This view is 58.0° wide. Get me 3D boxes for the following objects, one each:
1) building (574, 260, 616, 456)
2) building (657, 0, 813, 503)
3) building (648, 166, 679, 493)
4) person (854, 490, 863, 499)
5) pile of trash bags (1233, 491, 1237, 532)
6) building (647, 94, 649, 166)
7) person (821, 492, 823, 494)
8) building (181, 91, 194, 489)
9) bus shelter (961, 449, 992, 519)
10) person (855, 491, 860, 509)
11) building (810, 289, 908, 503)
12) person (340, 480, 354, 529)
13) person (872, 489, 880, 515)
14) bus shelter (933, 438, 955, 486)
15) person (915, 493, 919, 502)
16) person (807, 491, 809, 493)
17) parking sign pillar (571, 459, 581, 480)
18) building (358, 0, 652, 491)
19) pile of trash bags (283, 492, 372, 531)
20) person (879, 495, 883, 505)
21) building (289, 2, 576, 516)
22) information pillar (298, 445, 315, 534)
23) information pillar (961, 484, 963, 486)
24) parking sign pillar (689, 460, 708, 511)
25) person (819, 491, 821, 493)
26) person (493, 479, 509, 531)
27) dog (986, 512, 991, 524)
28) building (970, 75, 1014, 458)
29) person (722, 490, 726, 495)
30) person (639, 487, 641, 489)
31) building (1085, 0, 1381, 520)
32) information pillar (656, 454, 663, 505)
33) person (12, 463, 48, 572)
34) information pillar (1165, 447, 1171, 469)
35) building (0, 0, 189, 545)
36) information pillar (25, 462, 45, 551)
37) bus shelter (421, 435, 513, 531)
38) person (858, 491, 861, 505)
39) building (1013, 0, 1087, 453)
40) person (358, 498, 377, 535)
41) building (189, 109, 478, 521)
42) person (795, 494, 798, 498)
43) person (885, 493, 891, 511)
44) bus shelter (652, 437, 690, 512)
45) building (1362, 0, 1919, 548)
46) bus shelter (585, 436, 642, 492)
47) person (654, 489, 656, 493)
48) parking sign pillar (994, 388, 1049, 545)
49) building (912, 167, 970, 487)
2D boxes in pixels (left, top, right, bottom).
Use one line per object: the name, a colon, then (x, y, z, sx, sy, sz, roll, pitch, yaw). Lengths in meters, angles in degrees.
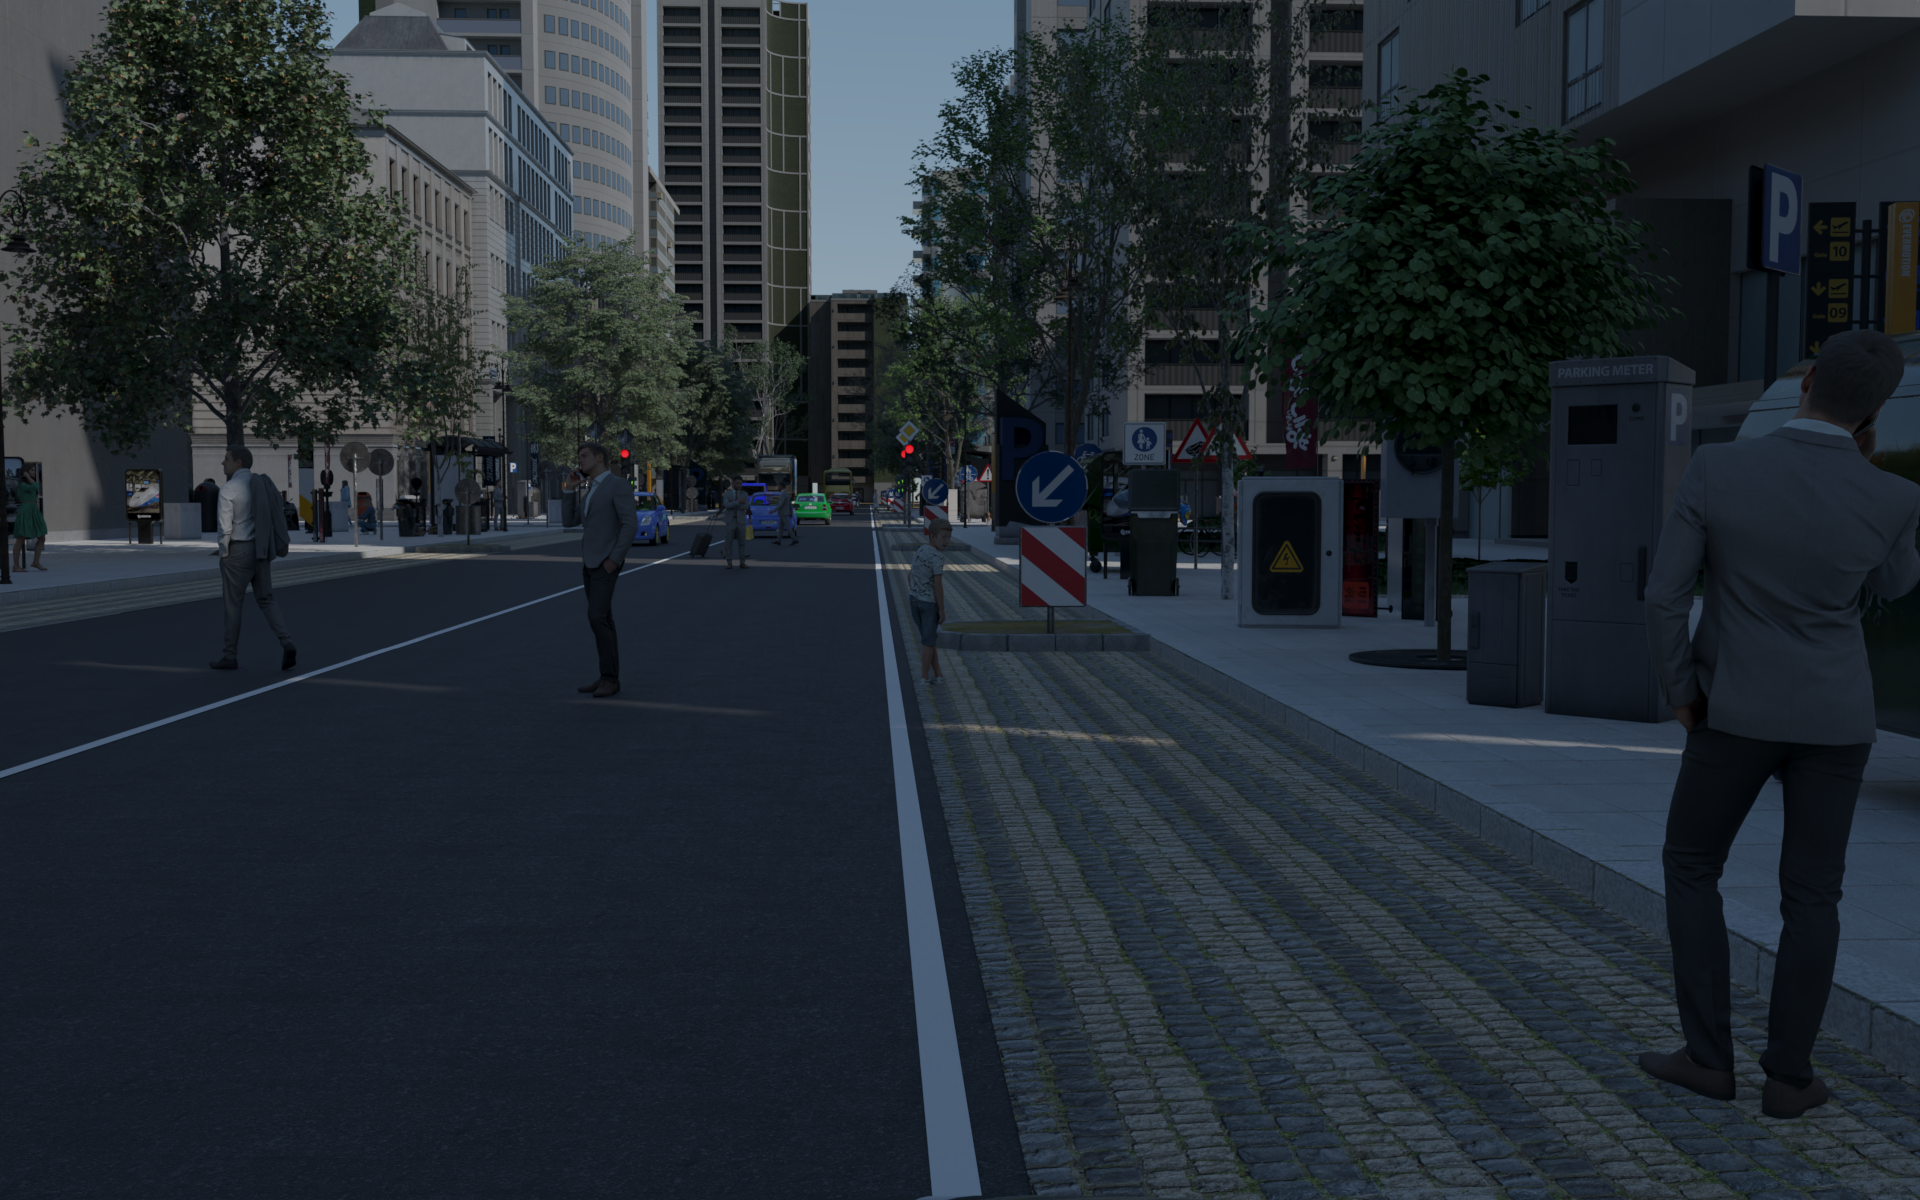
building: (-33.471, -17.673, 138.096, 9.793, 20.994, 18.267, 0, 4, -3)
building: (-31.940, -49.599, 249.196, 20.611, 71.187, 20.563, 0, 4, -3)
building: (-44.879, -30.945, 197.834, 23.993, 40.220, 32.217, 0, 4, -3)
person: (-10.880, -10.614, 182.022, 1.348, 1.826, 0.705, -1, 4, -12)
pile of trash bags: (8.406, -2.338, 47.986, 1.912, 1.369, 3.447, -1, 4, -20)
building: (-57.760, -57.227, 248.340, 31.000, 86.520, 22.319, 0, 4, -3)
person: (-16.992, -12.557, 214.518, 0.721, 1.735, 1.217, 0, 4, 6)
building: (-49.055, -16.379, 85.826, 19.932, 24.808, 12.078, 0, 4, -3)
bus shelter: (0.828, -6.260, 93.634, 1.731, 3.624, 6.357, 0, 4, -3)
person: (-10.208, -9.927, 171.732, 0.530, 1.710, 0.541, -3, 4, -38)
building: (-14.431, -29.133, 248.033, 14.107, 30.474, 14.160, 0, 4, -3)
person: (-22.539, -3.506, 63.637, 0.793, 1.790, 0.793, 2, 4, 32)
person: (-5.827, -6.821, 120.368, 0.624, 1.780, 0.694, -1, 4, -15)
bus shelter: (-1.296, -8.832, 122.038, 2.179, 5.291, 8.768, 0, 4, -3)
person: (-5.326, -12.723, 217.255, 0.799, 1.438, 0.628, 2, 4, 25)
person: (-14.310, -9.399, 162.889, 1.217, 1.735, 0.721, 1, 4, 14)
parking sign pillar: (-24.308, -7.503, 111.148, 1.447, 3.967, 1.447, -2, 4, -26)
building: (-41.171, -37.816, 160.283, 21.231, 58.520, 28.212, 0, 4, -3)
pile of trash bags: (-22.704, -3.171, 61.593, 3.447, 1.369, 1.912, -1, 4, -15)
person: (-10.104, -13.213, 224.156, 0.705, 1.869, 1.348, 2, 4, 24)
building: (-33.264, -20.570, 113.816, 11.434, 29.767, 29.804, 0, 4, -3)
information pillar: (-21.193, -3.966, 56.205, 0.504, 3.616, 0.183, -1, 4, -16)
information pillar: (0.222, -7.444, 126.198, 0.304, 2.012, 0.304, 0, 4, -6)
parking sign pillar: (-19.755, -8.685, 130.479, 1.447, 3.967, 1.447, 1, 4, 8)
person: (-15.736, -11.276, 193.569, 1.217, 1.736, 0.721, 2, 4, 35)
person: (-16.047, -3.321, 60.538, 0.583, 1.804, 0.606, 0, 4, -1)
dog: (1.215, -3.473, 73.611, 0.406, 0.507, 0.540, -3, 5, -40)
building: (14.271, -35.585, 201.416, 23.786, 49.044, 30.456, 0, 4, -3)
person: (-26.965, -11.792, 199.564, 1.217, 1.743, 0.721, -3, 4, -38)
person: (-24.802, -7.842, 134.034, 0.659, 1.850, 0.755, 2, 4, 27)
building: (18.134, -39.977, 91.884, 20.611, 71.187, 20.563, 0, 4, -3)
information pillar: (-17.467, -6.696, 100.830, 0.504, 3.616, 0.183, 2, 4, 33)
person: (-15.355, -1.361, 28.544, 0.529, 1.795, 0.600, -1, 4, -14)
information pillar: (3.115, -1.399, 27.373, 0.304, 2.012, 0.304, -1, 4, -22)
building: (-39.112, -14.010, 48.131, 30.058, 24.678, 14.314, 0, 4, -3)
information pillar: (-20.990, -2.127, 39.265, 0.304, 2.012, 0.304, -1, 4, -9)
bus shelter: (-17.587, -4.171, 62.124, 2.014, 3.302, 5.546, 0, 4, -3)
person: (-13.116, -13.248, 225.192, 0.705, 1.814, 1.350, -1, 4, -11)
building: (14.650, -36.194, 133.772, 21.231, 58.520, 28.212, 0, 4, -3)
person: (-18.826, -2.641, 54.724, 0.738, 1.151, 1.012, 0, 4, 1)
building: (-31.946, -14.739, 90.129, 9.793, 20.994, 18.267, 0, 4, -3)
person: (-20.284, -12.498, 213.401, 0.990, 1.755, 0.434, -1, 4, -8)
person: (-6.106, -8.559, 148.538, 0.391, 1.810, 0.635, 3, 4, 38)
bus shelter: (-21.041, -9.017, 125.065, 2.179, 5.291, 8.768, 0, 4, -3)
building: (25.672, -27.385, 36.985, 28.713, 52.752, 27.495, 0, 4, -3)
bus shelter: (-19.350, -7.271, 96.520, 2.179, 5.291, 8.768, 0, 4, -3)
person: (-29.378, -9.837, 166.960, 0.705, 1.814, 1.350, 1, 4, 15)
parking sign pillar: (1.583, -3.406, 44.163, 1.447, 3.967, 1.447, -1, 4, -11)
building: (8.252, -38.762, 253.365, 30.456, 49.044, 23.786, 0, 4, -3)
